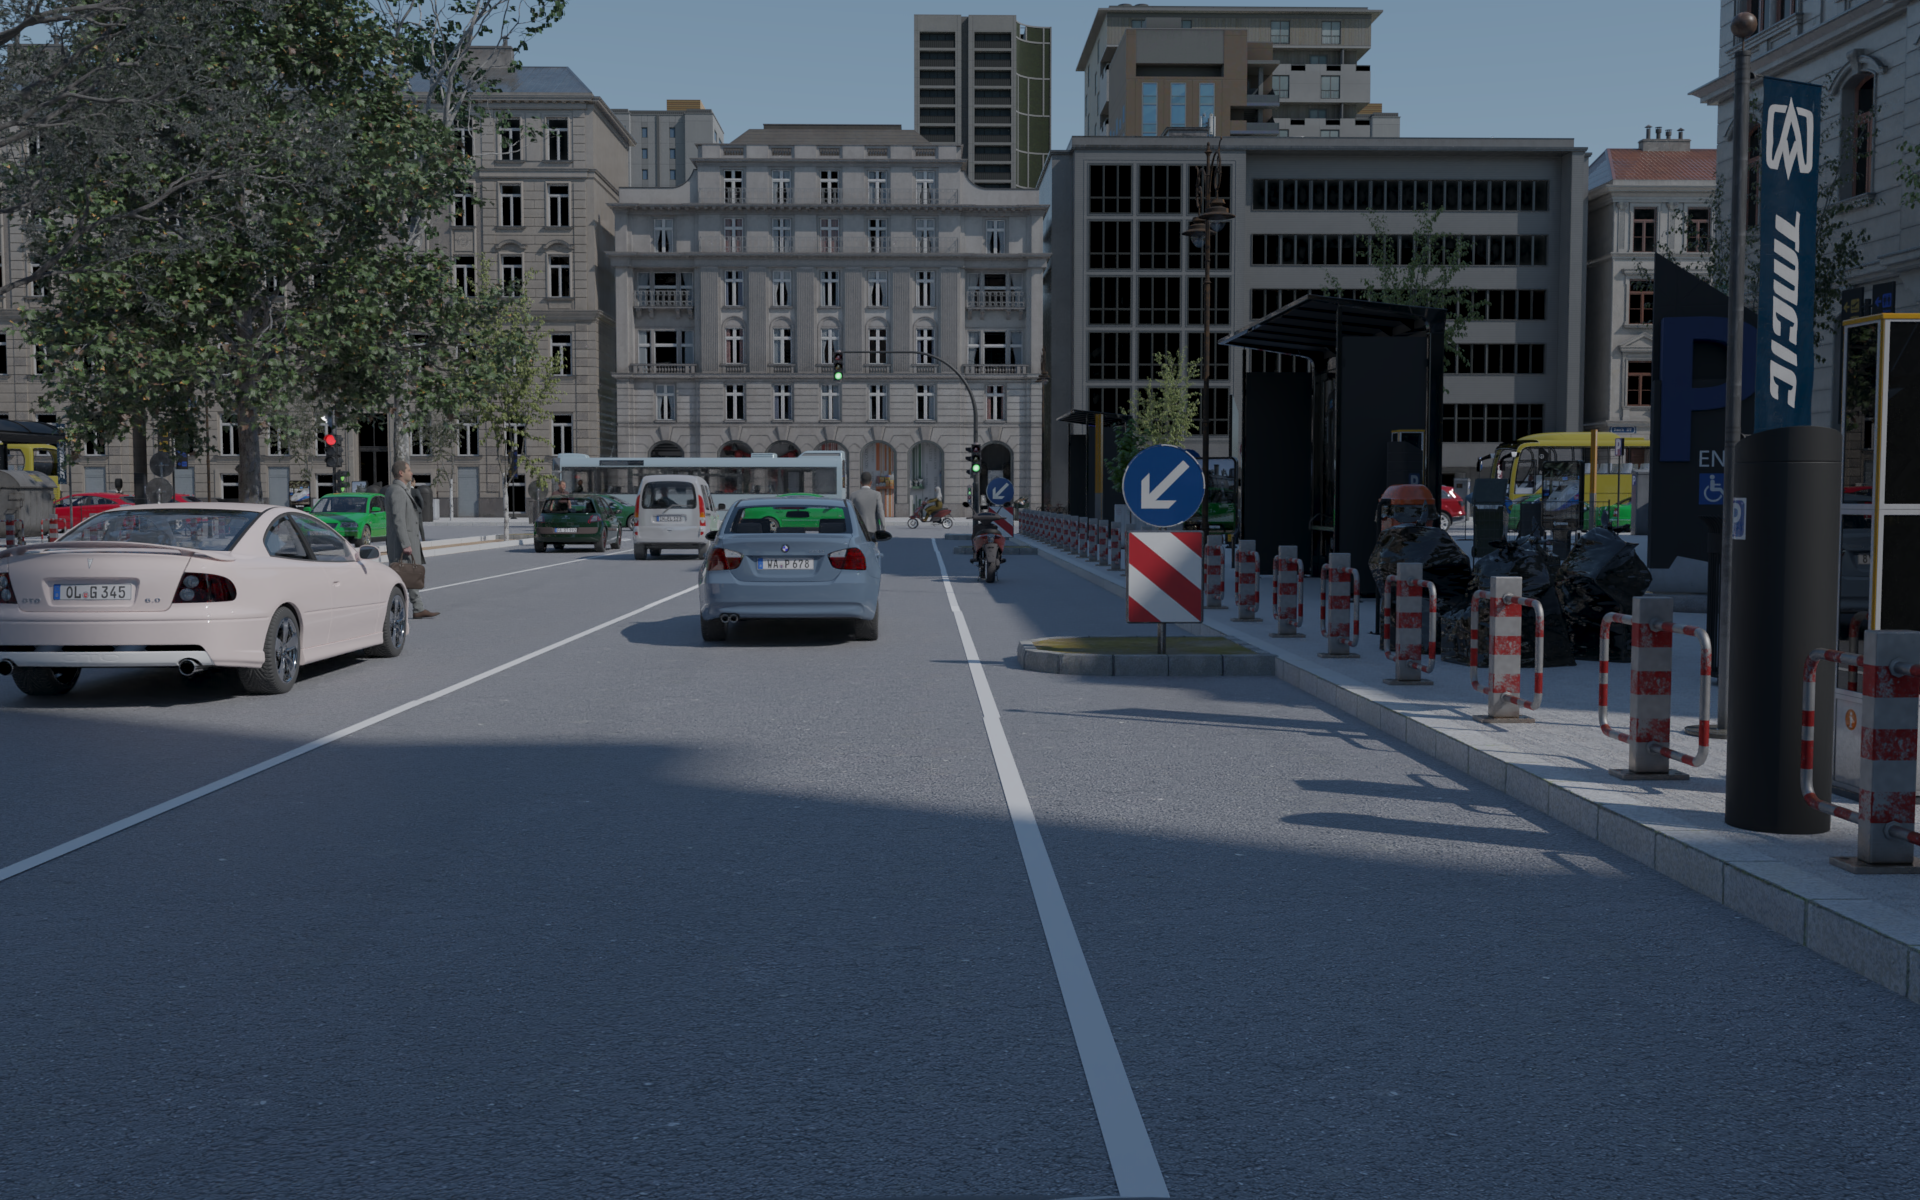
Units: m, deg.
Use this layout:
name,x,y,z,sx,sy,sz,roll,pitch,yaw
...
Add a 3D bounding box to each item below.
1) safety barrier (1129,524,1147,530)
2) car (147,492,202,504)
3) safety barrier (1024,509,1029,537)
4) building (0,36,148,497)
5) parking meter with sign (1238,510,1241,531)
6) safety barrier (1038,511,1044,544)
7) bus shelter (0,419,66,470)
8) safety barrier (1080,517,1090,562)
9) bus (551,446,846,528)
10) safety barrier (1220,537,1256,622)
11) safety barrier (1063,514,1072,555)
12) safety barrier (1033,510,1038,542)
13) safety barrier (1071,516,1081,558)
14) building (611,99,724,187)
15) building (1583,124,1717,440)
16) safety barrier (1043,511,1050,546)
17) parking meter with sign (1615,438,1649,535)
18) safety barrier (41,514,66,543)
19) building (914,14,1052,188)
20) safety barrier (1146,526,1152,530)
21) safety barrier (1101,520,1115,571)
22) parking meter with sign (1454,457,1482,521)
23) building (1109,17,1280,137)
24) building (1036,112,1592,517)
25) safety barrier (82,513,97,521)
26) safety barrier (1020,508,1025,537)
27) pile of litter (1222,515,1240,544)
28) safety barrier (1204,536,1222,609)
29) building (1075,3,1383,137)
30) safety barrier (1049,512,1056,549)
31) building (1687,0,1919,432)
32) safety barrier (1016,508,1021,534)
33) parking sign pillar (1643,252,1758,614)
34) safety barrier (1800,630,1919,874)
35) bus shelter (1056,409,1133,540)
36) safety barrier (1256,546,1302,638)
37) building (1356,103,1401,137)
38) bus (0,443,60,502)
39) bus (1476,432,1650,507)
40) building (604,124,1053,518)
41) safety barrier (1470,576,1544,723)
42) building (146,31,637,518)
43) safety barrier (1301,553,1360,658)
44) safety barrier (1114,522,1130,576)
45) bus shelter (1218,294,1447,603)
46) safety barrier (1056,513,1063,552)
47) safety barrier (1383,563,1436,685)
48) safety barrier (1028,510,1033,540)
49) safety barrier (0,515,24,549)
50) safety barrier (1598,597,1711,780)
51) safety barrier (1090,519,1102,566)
name,x,y,z,sx,sy,sz,roll,pitch,yaw
safety barrier,2.707,-0.665,25.151,0.300,0.817,1.120,0,4,-1
car,-31.883,-3.605,67.980,4.494,1.783,2.155,0,4,-1
safety barrier,2.112,-2.193,50.127,0.300,0.817,1.120,0,4,-1
building,-56.982,-18.395,98.023,25.104,27.353,12.463,0,4,-1
parking meter with sign,8.092,-3.116,47.211,1.738,3.016,0.543,-3,5,-43
safety barrier,2.249,-1.839,44.348,0.300,0.817,1.120,0,4,-1
bus shelter,-25.778,-3.172,45.784,2.014,3.302,5.546,0,4,-1
safety barrier,2.525,-1.136,32.842,0.300,0.817,1.120,0,4,-1
bus,-11.603,-4.861,74.343,13.247,3.499,2.948,0,4,-1
safety barrier,2.891,-0.194,17.446,0.300,0.817,1.120,0,4,-1
safety barrier,2.428,-1.370,36.682,0.300,0.817,1.120,0,4,-1
safety barrier,2.201,-1.957,46.279,0.300,0.817,1.120,0,4,-1
safety barrier,2.479,-1.253,34.766,0.300,0.817,1.120,0,4,-1
building,-49.878,-44.000,261.396,28.212,58.520,21.231,0,4,-1
building,45.611,-16.183,100.746,21.152,22.565,11.583,0,4,-1
safety barrier,2.291,-1.722,42.431,0.300,0.817,1.120,0,4,-1
parking meter with sign,21.322,-3.525,53.887,1.738,3.016,0.543,0,3,0
safety barrier,-20.896,-1.570,39.938,0.300,0.817,1.120,0,4,-1
building,3.413,-50.390,262.126,20.611,71.187,20.563,0,4,-1
safety barrier,2.748,-0.547,23.213,0.300,0.817,1.120,0,4,-1
safety barrier,2.610,-0.900,28.983,0.300,0.817,1.120,0,4,-1
parking meter with sign,24.035,-5.302,82.941,1.738,3.016,0.543,2,4,30
building,21.745,-31.487,164.925,14.600,45.320,14.200,0,4,-1
building,19.828,-17.281,101.614,30.058,24.678,14.314,0,4,-1
safety barrier,-20.941,-1.688,41.867,0.300,0.817,1.120,0,4,-1
safety barrier,2.063,-2.311,52.055,0.300,0.817,1.120,0,4,-1
pile of litter,6.893,-1.864,44.434,1.719,0.858,1.176,1,4,15
safety barrier,2.842,-0.311,19.363,0.300,0.817,1.120,0,4,-1
building,27.922,-36.538,186.635,28.713,52.752,27.495,0,4,-1
safety barrier,2.342,-1.605,40.515,0.300,0.817,1.120,0,4,-1
building,24.147,-14.810,29.539,14.401,28.519,23.554,0,4,-1
safety barrier,2.019,-2.428,53.971,0.300,0.817,1.120,0,4,-1
parking sign pillar,8.331,-1.875,19.124,1.447,3.967,1.447,1,4,17
safety barrier,3.165,0.512,5.902,0.300,0.817,1.120,0,4,-1
bus shelter,3.940,-3.660,51.116,1.731,3.624,6.357,0,4,-1
safety barrier,2.936,-0.076,15.520,0.300,0.817,1.120,0,4,-1
building,49.791,-44.144,263.753,28.212,58.520,21.231,0,4,-1
bus,-44.690,-4.975,72.894,12.252,3.916,2.896,0,4,-3
bus,27.228,-4.766,69.466,12.252,3.916,2.896,0,4,-2
building,-7.187,-15.769,99.628,24.055,21.916,13.314,0,4,-1
safety barrier,3.068,0.277,9.751,0.300,0.817,1.120,0,4,-1
building,-31.845,-18.421,98.448,25.104,27.353,12.463,0,4,-1
safety barrier,2.976,0.042,13.590,0.300,0.817,1.120,0,4,-1
safety barrier,2.660,-0.782,27.067,0.300,0.817,1.120,0,4,-1
bus shelter,4.876,-1.972,23.527,1.731,3.624,6.357,0,4,-1
safety barrier,2.388,-1.488,38.599,0.300,0.817,1.120,0,4,-1
safety barrier,3.026,0.159,11.674,0.300,0.817,1.120,0,4,-1
safety barrier,2.160,-2.075,48.195,0.300,0.817,1.120,0,4,-1
safety barrier,-20.848,-1.452,38.021,0.300,0.817,1.120,0,4,-1
safety barrier,3.118,0.395,7.818,0.300,0.817,1.120,0,4,-1
safety barrier,2.567,-1.018,30.925,0.300,0.817,1.120,0,4,-1
